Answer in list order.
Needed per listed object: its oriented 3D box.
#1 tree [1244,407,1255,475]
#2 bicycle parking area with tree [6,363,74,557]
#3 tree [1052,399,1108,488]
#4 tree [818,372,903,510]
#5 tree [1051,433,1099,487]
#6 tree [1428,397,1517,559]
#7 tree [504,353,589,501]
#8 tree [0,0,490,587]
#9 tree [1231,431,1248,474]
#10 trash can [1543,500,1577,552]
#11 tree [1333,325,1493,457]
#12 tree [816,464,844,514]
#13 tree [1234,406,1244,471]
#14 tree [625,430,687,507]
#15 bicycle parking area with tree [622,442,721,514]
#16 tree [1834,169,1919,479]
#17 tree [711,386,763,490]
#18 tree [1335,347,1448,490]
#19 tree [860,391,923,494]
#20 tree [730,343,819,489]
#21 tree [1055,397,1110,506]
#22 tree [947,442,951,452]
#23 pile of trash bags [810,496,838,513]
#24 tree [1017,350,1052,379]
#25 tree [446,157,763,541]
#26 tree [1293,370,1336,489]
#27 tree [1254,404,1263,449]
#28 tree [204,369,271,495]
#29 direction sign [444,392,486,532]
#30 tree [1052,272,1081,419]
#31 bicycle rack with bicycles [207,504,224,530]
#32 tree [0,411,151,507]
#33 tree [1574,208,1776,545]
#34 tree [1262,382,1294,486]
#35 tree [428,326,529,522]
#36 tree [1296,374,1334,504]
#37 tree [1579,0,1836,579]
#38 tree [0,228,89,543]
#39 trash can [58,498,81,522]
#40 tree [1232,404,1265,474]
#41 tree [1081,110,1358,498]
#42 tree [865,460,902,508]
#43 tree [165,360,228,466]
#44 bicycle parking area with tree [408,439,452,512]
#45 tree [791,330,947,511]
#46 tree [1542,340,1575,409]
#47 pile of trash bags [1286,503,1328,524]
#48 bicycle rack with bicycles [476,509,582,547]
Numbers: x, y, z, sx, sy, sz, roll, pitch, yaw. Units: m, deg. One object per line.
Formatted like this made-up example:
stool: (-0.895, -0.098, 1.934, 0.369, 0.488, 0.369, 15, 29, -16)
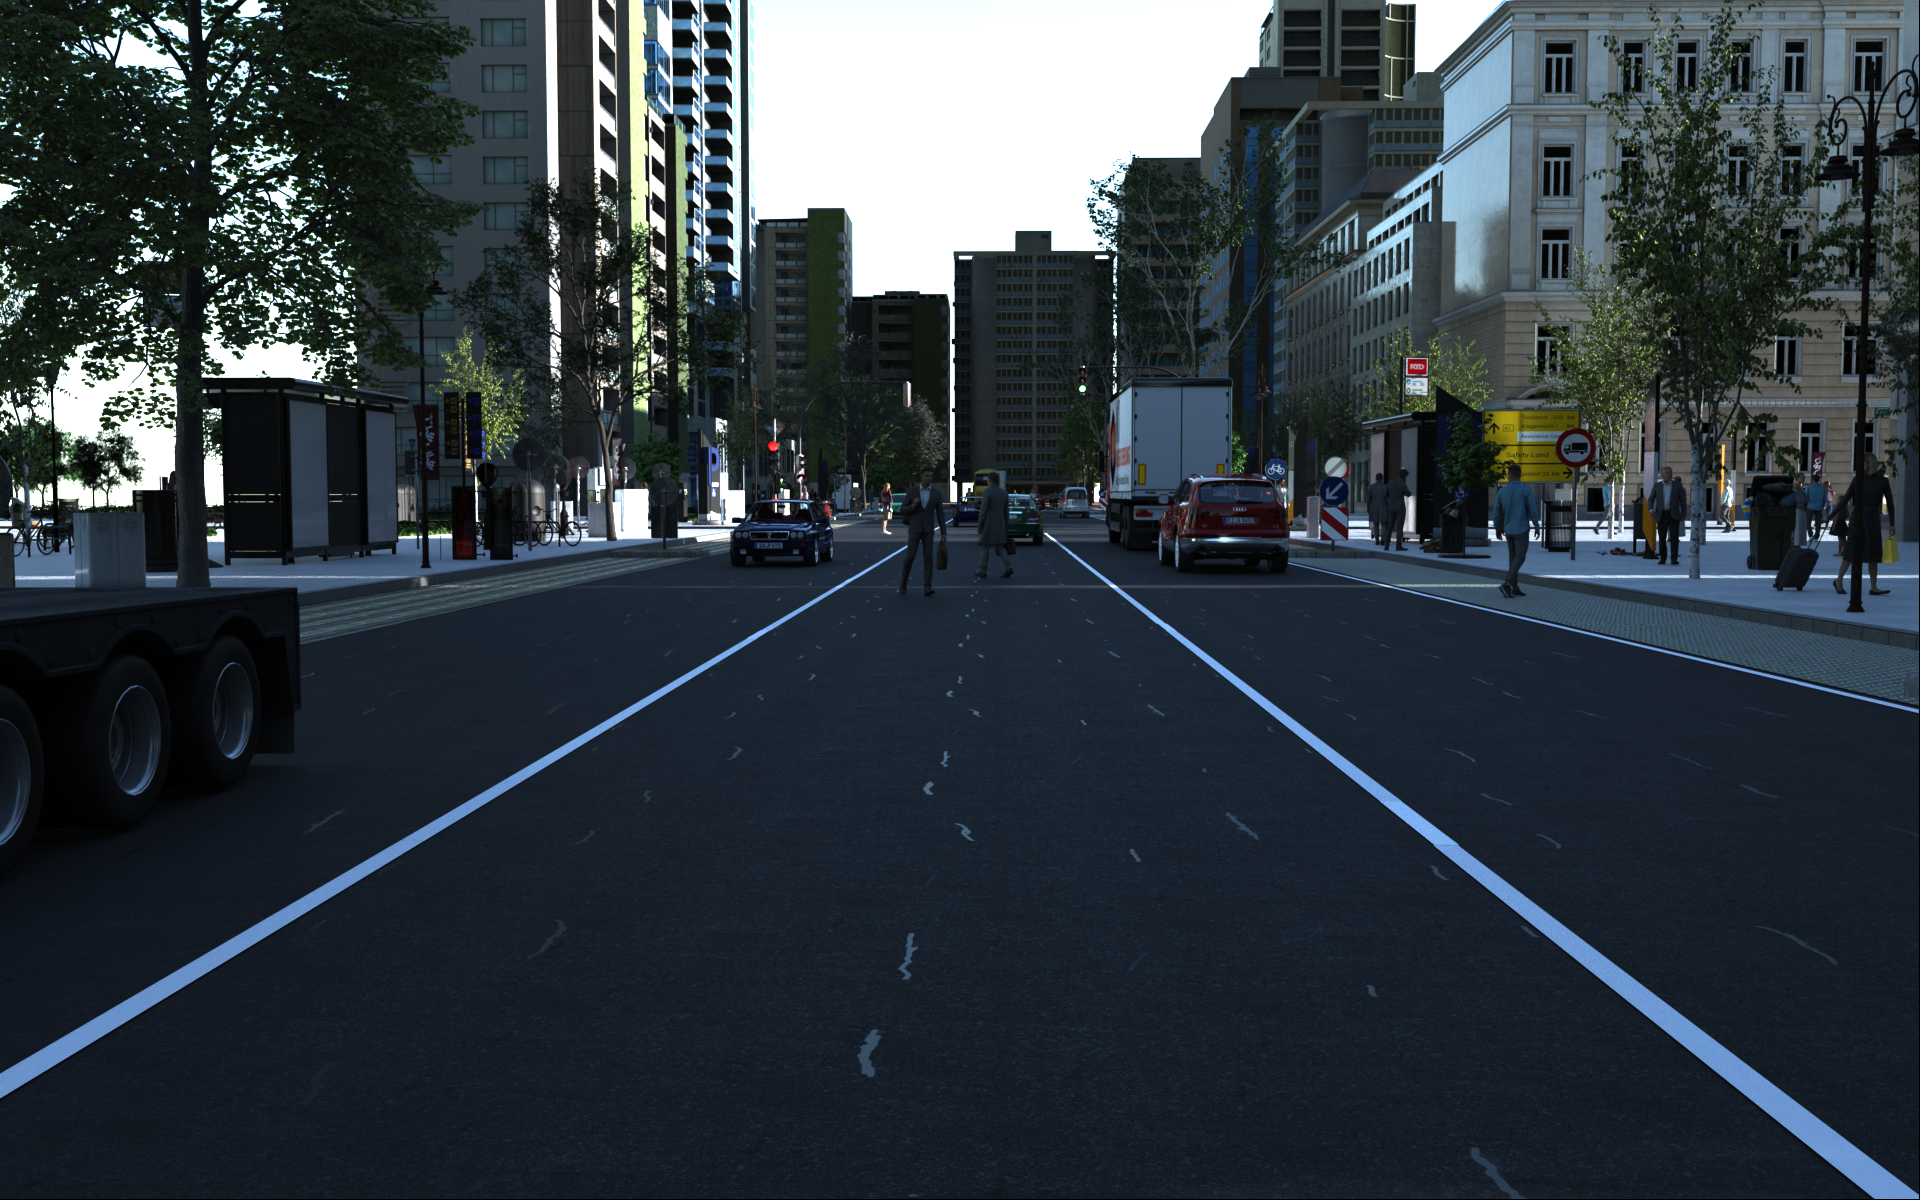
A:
tree: (23.308, -10.826, 127.371, 4.360, 8.622, 3.978, 0, 3, 0)
bicycle parking area with tree: (-22.523, -3.106, 37.790, 8.231, 4.147, 9.016, 1, 4, 11)
tree: (14.472, -17.634, 206.438, 7.486, 12.596, 7.792, 0, 3, 0)
tree: (-8.062, -13.344, 143.925, 9.928, 11.665, 9.643, 0, 3, 0)
tree: (15.170, -17.440, 219.560, 7.601, 10.594, 8.767, -1, 4, -16)
tree: (10.121, -2.452, 34.693, 1.663, 3.219, 1.824, 0, 3, 0)
tree: (-21.019, -8.459, 88.668, 4.360, 8.622, 3.978, 0, 3, 0)
tree: (-9.649, -6.369, 22.254, 7.486, 12.596, 7.792, 0, 3, 0)
tree: (12.709, -6.845, 95.636, 4.285, 4.588, 4.351, 0, 3, 0)
trash can: (13.317, -1.640, 38.471, 0.748, 1.137, 0.748, 0, 3, 0)
tree: (19.418, -7.585, 74.381, 4.737, 8.622, 4.395, 0, 3, 0)
tree: (-8.166, -7.114, 110.909, 1.663, 3.219, 1.824, 0, 3, 0)
tree: (23.345, -11.516, 138.649, 4.360, 8.622, 3.978, 0, 3, 0)
tree: (-15.710, -6.478, 89.637, 4.285, 4.588, 4.351, 0, 3, 0)
bicycle parking area with tree: (-16.058, -6.678, 96.194, 8.231, 4.147, 9.016, 1, 4, 11)
tree: (21.389, -5.335, 37.590, 4.360, 8.622, 3.978, 0, 3, 0)
tree: (-14.811, -10.135, 116.067, 4.737, 8.622, 4.395, 0, 3, 0)
tree: (22.578, -8.596, 90.912, 4.360, 8.622, 3.978, 0, 3, 0)
tree: (-7.603, -16.513, 188.117, 7.486, 12.596, 7.792, 0, 3, 0)
tree: (-8.923, -8.162, 83.814, 4.360, 8.622, 3.978, 0, 3, 0)
tree: (14.022, -15.907, 185.837, 9.928, 11.665, 9.643, 0, 3, 0)
tree: (-5.975, -18.271, 209.092, 12.009, 13.543, 11.850, 0, 3, 0)
pile of trash bags: (-9.750, -6.345, 113.500, 3.447, 1.369, 1.912, 0, 4, -7)
tree: (11.970, -18.530, 158.858, 12.611, 20.169, 13.585, 0, 3, 0)
tree: (-9.643, -6.919, 47.546, 8.767, 10.594, 7.601, -1, 4, -18)
tree: (21.457, -9.066, 98.597, 4.360, 8.622, 3.978, 0, 3, 0)
tree: (22.758, -10.239, 117.774, 4.360, 8.622, 3.978, 0, 3, 0)
tree: (-18.287, -3.797, 45.796, 4.285, 4.588, 4.351, 0, 3, 0)
direction sign: (-11.036, -2.846, 38.521, 0.876, 3.537, 0.379, 1, 4, 10)
tree: (14.169, -16.904, 132.272, 12.611, 20.169, 13.585, 0, 3, 0)
bicycle rack with bicycles: (-27.217, -2.943, 61.497, 2.925, 0.926, 2.852, -2, 4, -25)
tree: (-63.888, -9.436, 117.184, 11.467, 7.101, 20.602, 0, 4, -2)
tree: (18.522, -5.693, 43.445, 4.360, 8.622, 3.978, 0, 3, 0)
tree: (22.485, -9.942, 112.922, 4.360, 8.622, 3.978, 0, 3, 0)
tree: (-21.339, -7.744, 76.983, 4.737, 8.622, 4.395, 0, 3, 0)
tree: (22.342, -9.470, 105.201, 4.737, 8.622, 4.395, 0, 3, 0)
tree: (11.254, -4.618, 25.862, 4.737, 8.622, 4.395, 0, 3, 0)
tree: (-24.506, -5.782, 44.905, 4.360, 8.622, 3.978, 0, 3, 0)
trash can: (-30.427, -2.905, 59.146, 0.748, 1.137, 0.748, 0, 3, 0)
tree: (22.977, -11.783, 143.018, 4.737, 8.622, 4.395, 0, 3, 0)
tree: (12.912, -14.035, 85.358, 12.611, 20.169, 13.585, 0, 3, 0)
tree: (-7.412, -11.576, 172.986, 4.285, 4.588, 4.351, 0, 3, 0)
tree: (-40.982, -8.748, 93.399, 4.360, 8.622, 3.978, 0, 3, 0)
bicycle parking area with tree: (-31.124, -6.366, 91.084, 8.231, 4.147, 9.016, 1, 4, 22)
tree: (-7.565, -13.424, 129.849, 12.009, 13.543, 11.850, 0, 3, 0)
tree: (22.054, -6.586, 58.044, 4.360, 8.622, 3.978, 0, 3, 0)
pile of trash bags: (13.986, -3.844, 72.604, 3.447, 1.369, 1.912, -2, 4, -24)
bicycle rack with bicycles: (-11.049, -1.769, 42.306, 2.925, 0.926, 2.852, 3, 5, 40)
